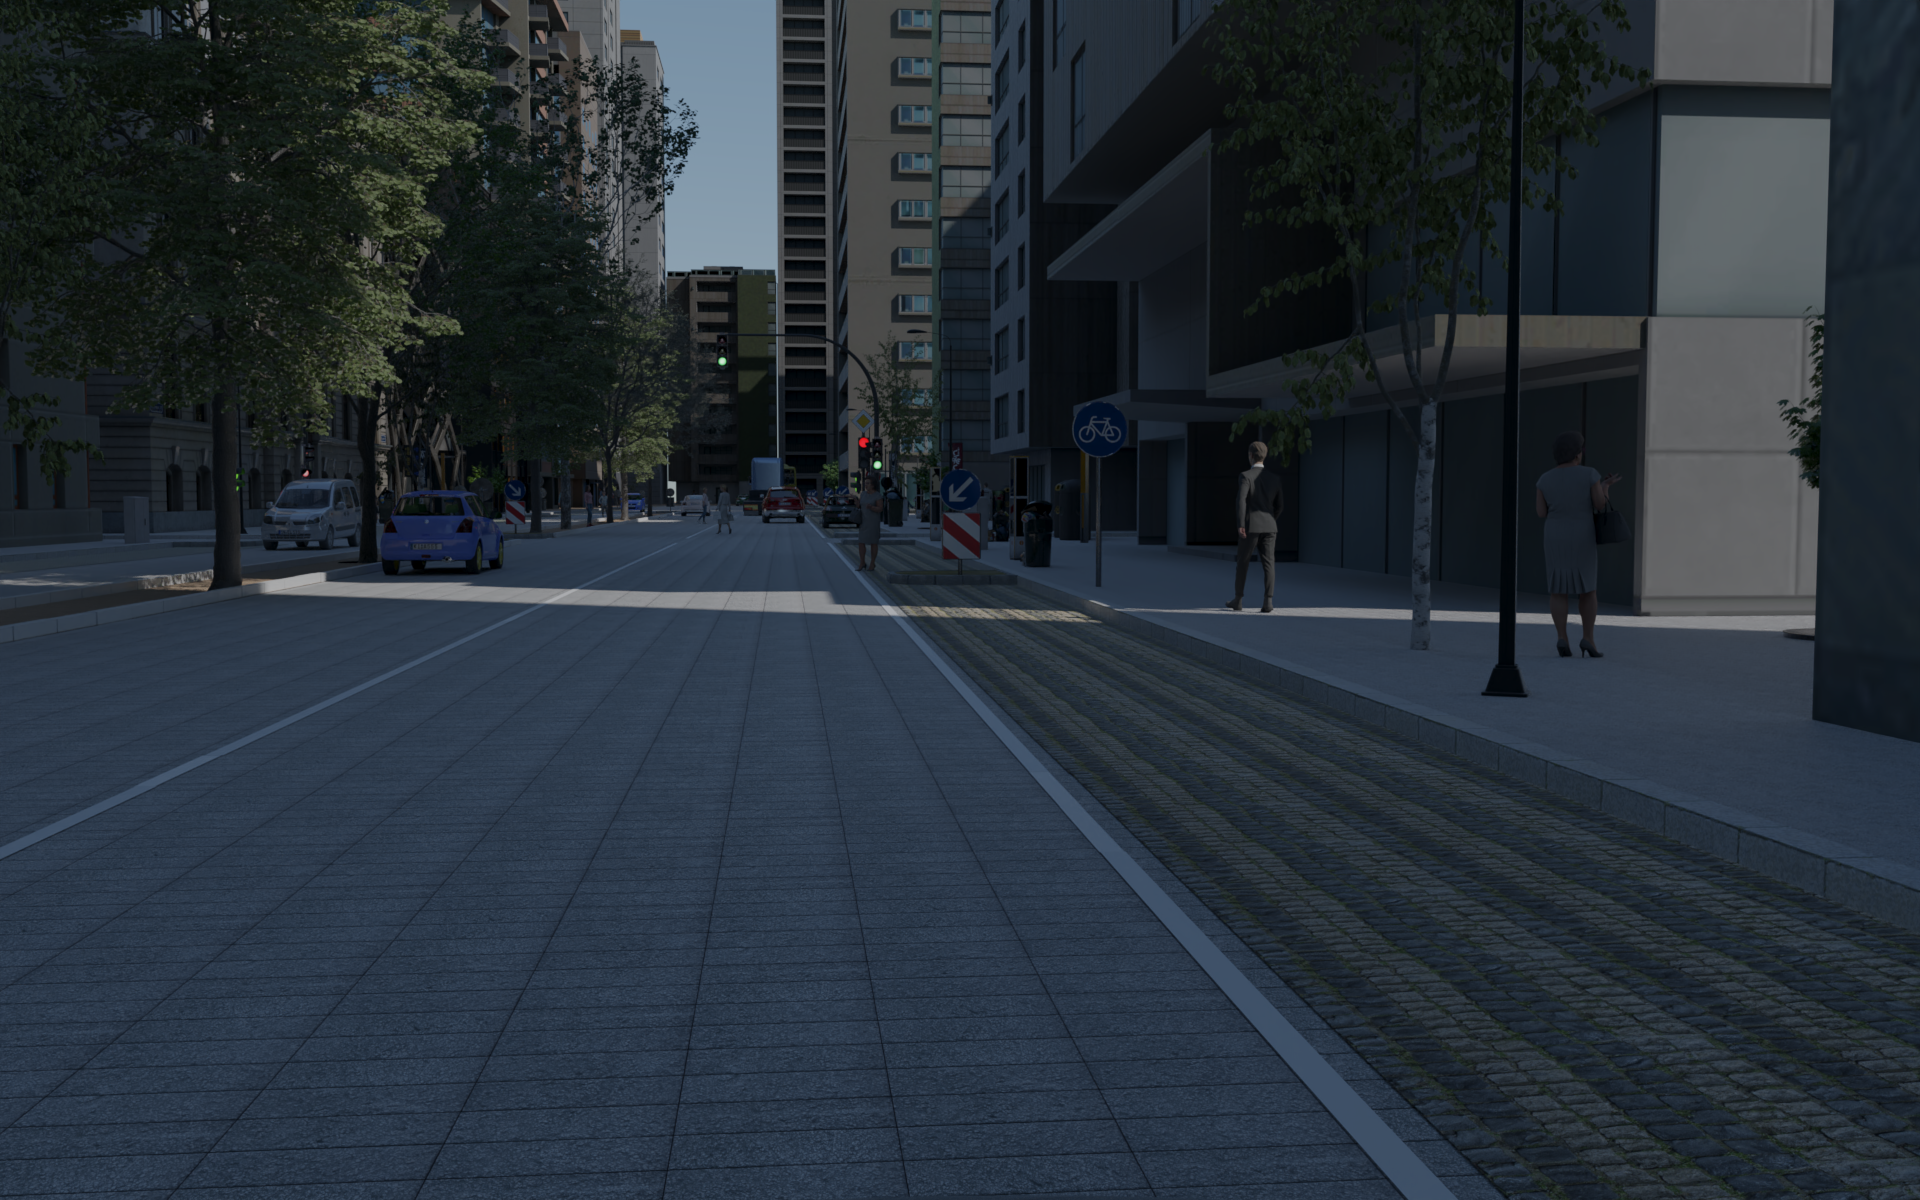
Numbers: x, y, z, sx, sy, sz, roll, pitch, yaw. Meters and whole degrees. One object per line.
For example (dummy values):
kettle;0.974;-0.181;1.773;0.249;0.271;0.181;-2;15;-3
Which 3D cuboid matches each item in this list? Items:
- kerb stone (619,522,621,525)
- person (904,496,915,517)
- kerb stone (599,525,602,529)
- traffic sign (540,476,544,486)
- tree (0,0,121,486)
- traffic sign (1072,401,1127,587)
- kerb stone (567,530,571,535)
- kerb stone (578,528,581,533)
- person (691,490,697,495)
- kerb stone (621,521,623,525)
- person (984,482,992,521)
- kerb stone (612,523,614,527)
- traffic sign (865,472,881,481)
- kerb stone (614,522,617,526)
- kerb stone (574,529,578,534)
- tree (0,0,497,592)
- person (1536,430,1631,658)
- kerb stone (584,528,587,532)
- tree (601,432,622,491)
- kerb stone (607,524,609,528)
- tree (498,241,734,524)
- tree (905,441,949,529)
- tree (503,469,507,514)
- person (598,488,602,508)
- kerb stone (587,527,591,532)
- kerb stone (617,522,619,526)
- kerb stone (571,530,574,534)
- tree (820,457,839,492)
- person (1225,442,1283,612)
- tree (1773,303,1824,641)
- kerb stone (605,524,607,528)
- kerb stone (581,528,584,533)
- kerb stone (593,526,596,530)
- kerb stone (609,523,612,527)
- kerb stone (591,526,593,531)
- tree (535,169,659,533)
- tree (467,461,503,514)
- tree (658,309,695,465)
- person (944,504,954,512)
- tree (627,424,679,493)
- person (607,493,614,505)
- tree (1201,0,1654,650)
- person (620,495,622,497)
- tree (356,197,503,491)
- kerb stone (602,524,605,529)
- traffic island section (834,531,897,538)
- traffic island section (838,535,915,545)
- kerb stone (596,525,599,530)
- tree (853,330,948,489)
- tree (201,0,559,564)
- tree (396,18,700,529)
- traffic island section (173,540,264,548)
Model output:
kerb stone;-15.492;-3.411;77.992;0.120;0.150;1.000;0;4;-6
person;-2.950;-5.216;96.816;1.012;1.151;0.738;1;4;10
kerb stone;-14.658;-2.914;69.834;0.120;0.150;1.000;0;4;-6
traffic sign;-29.296;-7.355;120.359;0.768;2.556;0.104;0;4;-3
tree;-10.722;-3.996;18.152;4.737;8.622;4.395;0;3;0
traffic sign;1.918;-1.455;23.900;0.768;2.556;0.104;0;4;-5
kerb stone;-13.619;-2.290;59.630;0.120;0.150;1.000;0;4;-6
kerb stone;-13.927;-2.477;62.693;0.120;0.150;1.000;0;4;-6
person;-29.166;-11.117;189.901;1.348;1.869;0.705;-1;4;-14
kerb stone;-15.595;-3.475;79.017;0.120;0.150;1.000;0;4;-6
person;1.088;-4.290;76.387;0.606;1.804;0.583;-3;4;-37
kerb stone;-15.176;-3.224;74.941;0.120;0.150;1.000;0;4;-6
traffic sign;-4.214;-5.145;84.222;0.768;2.556;0.104;0;4;3
kerb stone;-15.279;-3.288;75.958;0.120;0.150;1.000;0;4;-6
kerb stone;-13.826;-2.414;61.667;0.120;0.150;1.000;0;4;-6
tree;-10.687;-6.383;24.939;7.486;12.596;7.792;0;3;0
person;4.921;-0.442;13.632;0.716;1.782;0.532;3;4;36
kerb stone;-14.138;-2.599;64.736;0.120;0.150;1.000;0;4;-6
tree;-36.464;-13.952;178.483;4.737;8.622;4.395;0;3;0
kerb stone;-14.976;-3.101;72.893;0.120;0.150;1.000;0;4;-6
tree;-16.944;-10.441;83.541;12.009;13.543;11.850;0;3;0
tree;-1.000;-4.200;63.274;1.663;3.219;1.824;0;3;0
tree;-29.373;-7.097;110.641;1.663;3.219;1.824;0;3;0
person;-33.633;-9.543;162.053;0.705;1.826;1.348;0;4;-4
kerb stone;-14.240;-2.665;65.763;0.120;0.150;1.000;0;4;-6
kerb stone;-15.384;-3.350;76.975;0.120;0.150;1.000;0;4;-6
kerb stone;-13.727;-2.352;60.649;0.120;0.150;1.000;0;4;-6
tree;-10.026;-9.827;144.380;4.285;4.588;4.351;0;3;0
person;3.194;-0.801;18.910;0.659;1.850;0.755;-1;4;-18
tree;7.770;-1.262;15.243;1.663;3.219;1.824;0;3;0
kerb stone;-14.866;-3.038;71.871;0.120;0.150;1.000;0;4;-6
kerb stone;-14.035;-2.539;63.710;0.120;0.150;1.000;0;4;-6
kerb stone;-14.455;-2.788;67.798;0.120;0.150;1.000;0;4;-6
kerb stone;-15.076;-3.163;73.910;0.120;0.150;1.000;0;4;-6
kerb stone;-14.347;-2.715;66.781;0.120;0.150;1.000;0;4;-6
tree;-14.722;-8.501;59.570;7.486;12.596;7.792;0;3;0
tree;-27.811;-6.501;100.887;1.663;3.219;1.824;0;3;0
tree;-18.207;-10.565;93.322;7.486;12.596;7.792;0;3;0
person;-0.428;-4.207;75.079;0.600;1.795;0.529;-1;4;-12
tree;-20.120;-9.736;112.010;4.360;8.622;3.978;0;3;0
person;-36.937;-10.765;182.991;0.756;1.711;0.436;-1;4;-22
tree;3.843;-3.909;14.270;4.737;8.622;4.395;0;3;0
person;-36.526;-11.100;188.056;1.217;1.766;0.721;3;4;38
tree;-13.336;-5.498;42.711;4.360;8.622;3.978;0;3;0
kerb stone;-14.758;-2.976;70.854;0.120;0.150;1.000;0;4;-6
traffic island section;-3.177;-2.159;57.581;2.009;0.180;2.903;0;4;-6
traffic island section;-2.368;-1.673;49.637;2.009;0.180;2.903;0;4;-6
kerb stone;-14.564;-2.851;68.816;0.120;0.150;1.000;0;4;-6
tree;-2.705;-7.852;78.738;4.737;8.622;4.395;0;3;0
tree;-12.083;-6.548;35.272;9.928;11.665;9.643;0;3;0
tree;-17.227;-12.954;70.149;12.611;20.169;13.585;0;3;0
traffic island section;-20.217;-1.563;47.830;2.009;0.180;2.903;0;4;-6
